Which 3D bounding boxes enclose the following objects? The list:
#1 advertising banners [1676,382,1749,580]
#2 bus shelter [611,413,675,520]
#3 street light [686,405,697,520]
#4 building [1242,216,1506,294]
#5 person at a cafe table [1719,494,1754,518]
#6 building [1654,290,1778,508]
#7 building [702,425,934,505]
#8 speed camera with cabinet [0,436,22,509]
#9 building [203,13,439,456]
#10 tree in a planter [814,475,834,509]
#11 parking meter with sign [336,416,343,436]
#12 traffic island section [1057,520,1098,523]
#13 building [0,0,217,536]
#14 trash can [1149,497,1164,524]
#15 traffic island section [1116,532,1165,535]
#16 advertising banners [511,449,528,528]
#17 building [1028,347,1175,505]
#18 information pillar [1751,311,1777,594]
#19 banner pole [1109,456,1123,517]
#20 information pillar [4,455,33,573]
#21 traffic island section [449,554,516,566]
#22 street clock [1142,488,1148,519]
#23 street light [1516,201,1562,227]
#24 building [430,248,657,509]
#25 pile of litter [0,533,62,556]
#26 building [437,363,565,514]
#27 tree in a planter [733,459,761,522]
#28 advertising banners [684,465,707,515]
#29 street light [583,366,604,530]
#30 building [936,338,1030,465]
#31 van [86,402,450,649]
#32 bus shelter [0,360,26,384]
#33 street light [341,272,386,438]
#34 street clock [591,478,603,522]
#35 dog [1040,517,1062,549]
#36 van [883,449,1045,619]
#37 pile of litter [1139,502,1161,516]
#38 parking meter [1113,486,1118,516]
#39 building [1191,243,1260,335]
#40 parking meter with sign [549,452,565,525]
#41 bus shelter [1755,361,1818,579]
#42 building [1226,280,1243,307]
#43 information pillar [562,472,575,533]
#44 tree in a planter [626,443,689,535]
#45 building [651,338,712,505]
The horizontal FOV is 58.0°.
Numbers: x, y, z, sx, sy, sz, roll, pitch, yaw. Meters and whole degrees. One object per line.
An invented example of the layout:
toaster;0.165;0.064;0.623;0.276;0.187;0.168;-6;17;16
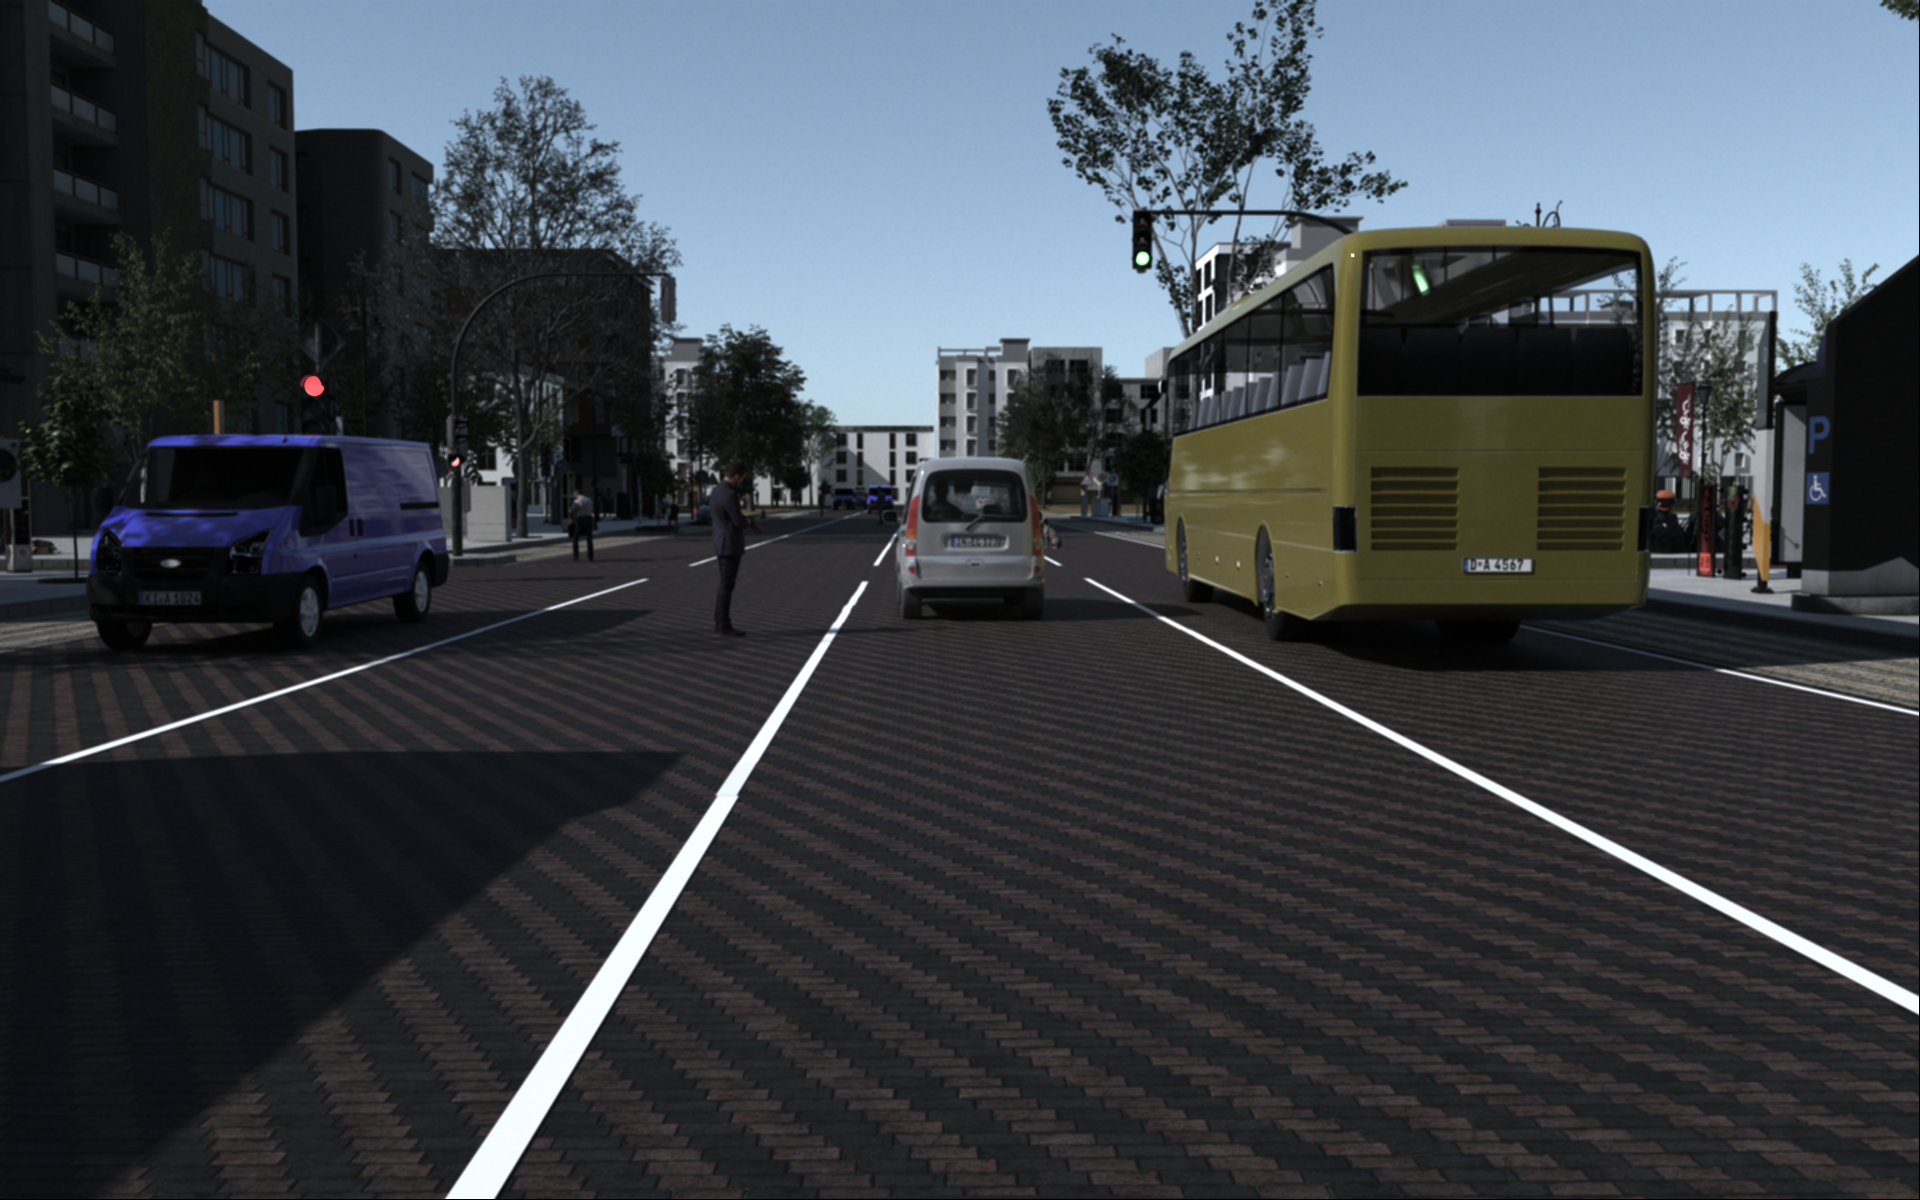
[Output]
advertising banners;11.546;-1.866;26.691;0.090;3.025;2.074;0;4;-6
bus shelter;-16.337;-6.805;88.899;2.179;5.291;8.768;0;4;-1
street light;-13.486;-6.993;87.119;0.468;5.910;1.993;0;4;-1
building;29.387;-16.360;123.901;16.016;20.091;11.380;0;4;-1
person at a cafe table;36.102;-4.418;80.752;1.622;1.524;1.698;2;4;26
building;69.445;-19.004;167.128;11.380;20.091;16.016;0;4;-1
building;-17.288;-16.605;213.640;28.070;9.664;9.099;0;4;-1
speed camera with cabinet;-15.626;-1.979;26.693;0.660;3.252;2.038;2;4;32
building;-41.102;-14.158;76.528;27.650;21.520;28.899;0;4;-1
tree in a planter;-12.904;-10.295;165.552;1.991;3.239;1.994;0;4;-1
parking meter with sign;-13.092;-2.582;38.482;1.738;3.016;0.543;1;4;10
traffic island section;5.910;-3.964;87.672;1.991;0.108;1.994;0;4;-1
building;-33.689;-22.693;54.632;14.154;41.232;14.086;0;4;-1
trash can;8.359;-3.767;73.239;0.748;1.137;0.748;0;3;0
traffic island section;6.493;-2.316;60.735;1.991;0.108;1.994;0;4;-1
advertising banners;-16.824;-4.211;65.035;0.090;3.025;2.074;1;4;22
building;24.214;-21.444;217.070;31.486;18.905;16.747;0;4;-1
information pillar;10.412;-1.900;22.426;0.183;3.616;0.504;1;4;9
banner pole;8.924;-6.666;99.005;0.863;3.779;0.401;0;4;4
information pillar;-15.354;-1.451;28.208;0.304;2.012;0.304;3;4;39
traffic island section;-10.369;-0.821;35.699;2.009;0.180;2.903;0;4;-1
street clock;9.511;-5.169;89.085;0.471;2.002;0.358;0;4;-4
street light;9.177;-3.356;27.658;0.468;5.910;1.993;0;4;-1
building;-45.587;-19.208;158.018;32.646;21.610;27.936;0;4;-1
pile of litter;-19.733;-1.394;36.755;1.176;0.858;1.719;1;4;15
building;-33.022;-11.171;124.790;9.099;9.664;28.070;0;4;-1
tree in a planter;-11.210;-5.573;88.342;1.991;3.239;1.994;0;4;-1
advertising banners;-15.866;-6.584;103.843;2.074;3.025;0.090;3;5;43
street light;-13.018;-5.437;61.686;0.468;5.910;1.993;0;4;-1
building;2.698;-22.038;216.735;11.380;20.091;16.016;0;4;-1
van;-6.943;-0.818;17.753;2.240;2.365;5.245;0;4;0
bus shelter;-13.493;-1.629;20.553;2.014;3.302;5.546;0;4;-1
street light;-12.442;-3.882;36.256;0.468;5.910;1.993;0;4;-1
street clock;-16.783;-4.619;80.088;0.471;2.002;0.358;-3;4;-37
dog;2.480;-1.765;45.699;0.513;0.831;0.800;-2;4;-32
van;0.064;-0.871;21.256;2.013;2.044;4.112;0;4;-3
pile of litter;11.418;-5.400;102.253;1.176;0.858;1.719;-3;5;-39
parking meter;9.187;-5.918;102.476;0.255;1.863;0.399;1;4;13
building;34.464;-19.183;157.611;27.936;21.610;32.646;0;4;-1
parking meter with sign;-16.887;-4.656;72.392;0.543;3.016;1.738;-1;4;-20
bus shelter;13.163;-1.820;23.687;2.014;3.302;5.546;0;4;-1
building;29.154;-17.073;135.564;16.016;20.091;11.380;0;4;-1
information pillar;-13.056;-3.258;57.766;0.304;2.012;0.304;2;4;34
tree in a planter;-10.600;-3.893;60.865;1.991;3.239;1.994;0;4;-1
building;-37.085;-21.975;215.707;11.380;20.091;16.016;0;4;-1
